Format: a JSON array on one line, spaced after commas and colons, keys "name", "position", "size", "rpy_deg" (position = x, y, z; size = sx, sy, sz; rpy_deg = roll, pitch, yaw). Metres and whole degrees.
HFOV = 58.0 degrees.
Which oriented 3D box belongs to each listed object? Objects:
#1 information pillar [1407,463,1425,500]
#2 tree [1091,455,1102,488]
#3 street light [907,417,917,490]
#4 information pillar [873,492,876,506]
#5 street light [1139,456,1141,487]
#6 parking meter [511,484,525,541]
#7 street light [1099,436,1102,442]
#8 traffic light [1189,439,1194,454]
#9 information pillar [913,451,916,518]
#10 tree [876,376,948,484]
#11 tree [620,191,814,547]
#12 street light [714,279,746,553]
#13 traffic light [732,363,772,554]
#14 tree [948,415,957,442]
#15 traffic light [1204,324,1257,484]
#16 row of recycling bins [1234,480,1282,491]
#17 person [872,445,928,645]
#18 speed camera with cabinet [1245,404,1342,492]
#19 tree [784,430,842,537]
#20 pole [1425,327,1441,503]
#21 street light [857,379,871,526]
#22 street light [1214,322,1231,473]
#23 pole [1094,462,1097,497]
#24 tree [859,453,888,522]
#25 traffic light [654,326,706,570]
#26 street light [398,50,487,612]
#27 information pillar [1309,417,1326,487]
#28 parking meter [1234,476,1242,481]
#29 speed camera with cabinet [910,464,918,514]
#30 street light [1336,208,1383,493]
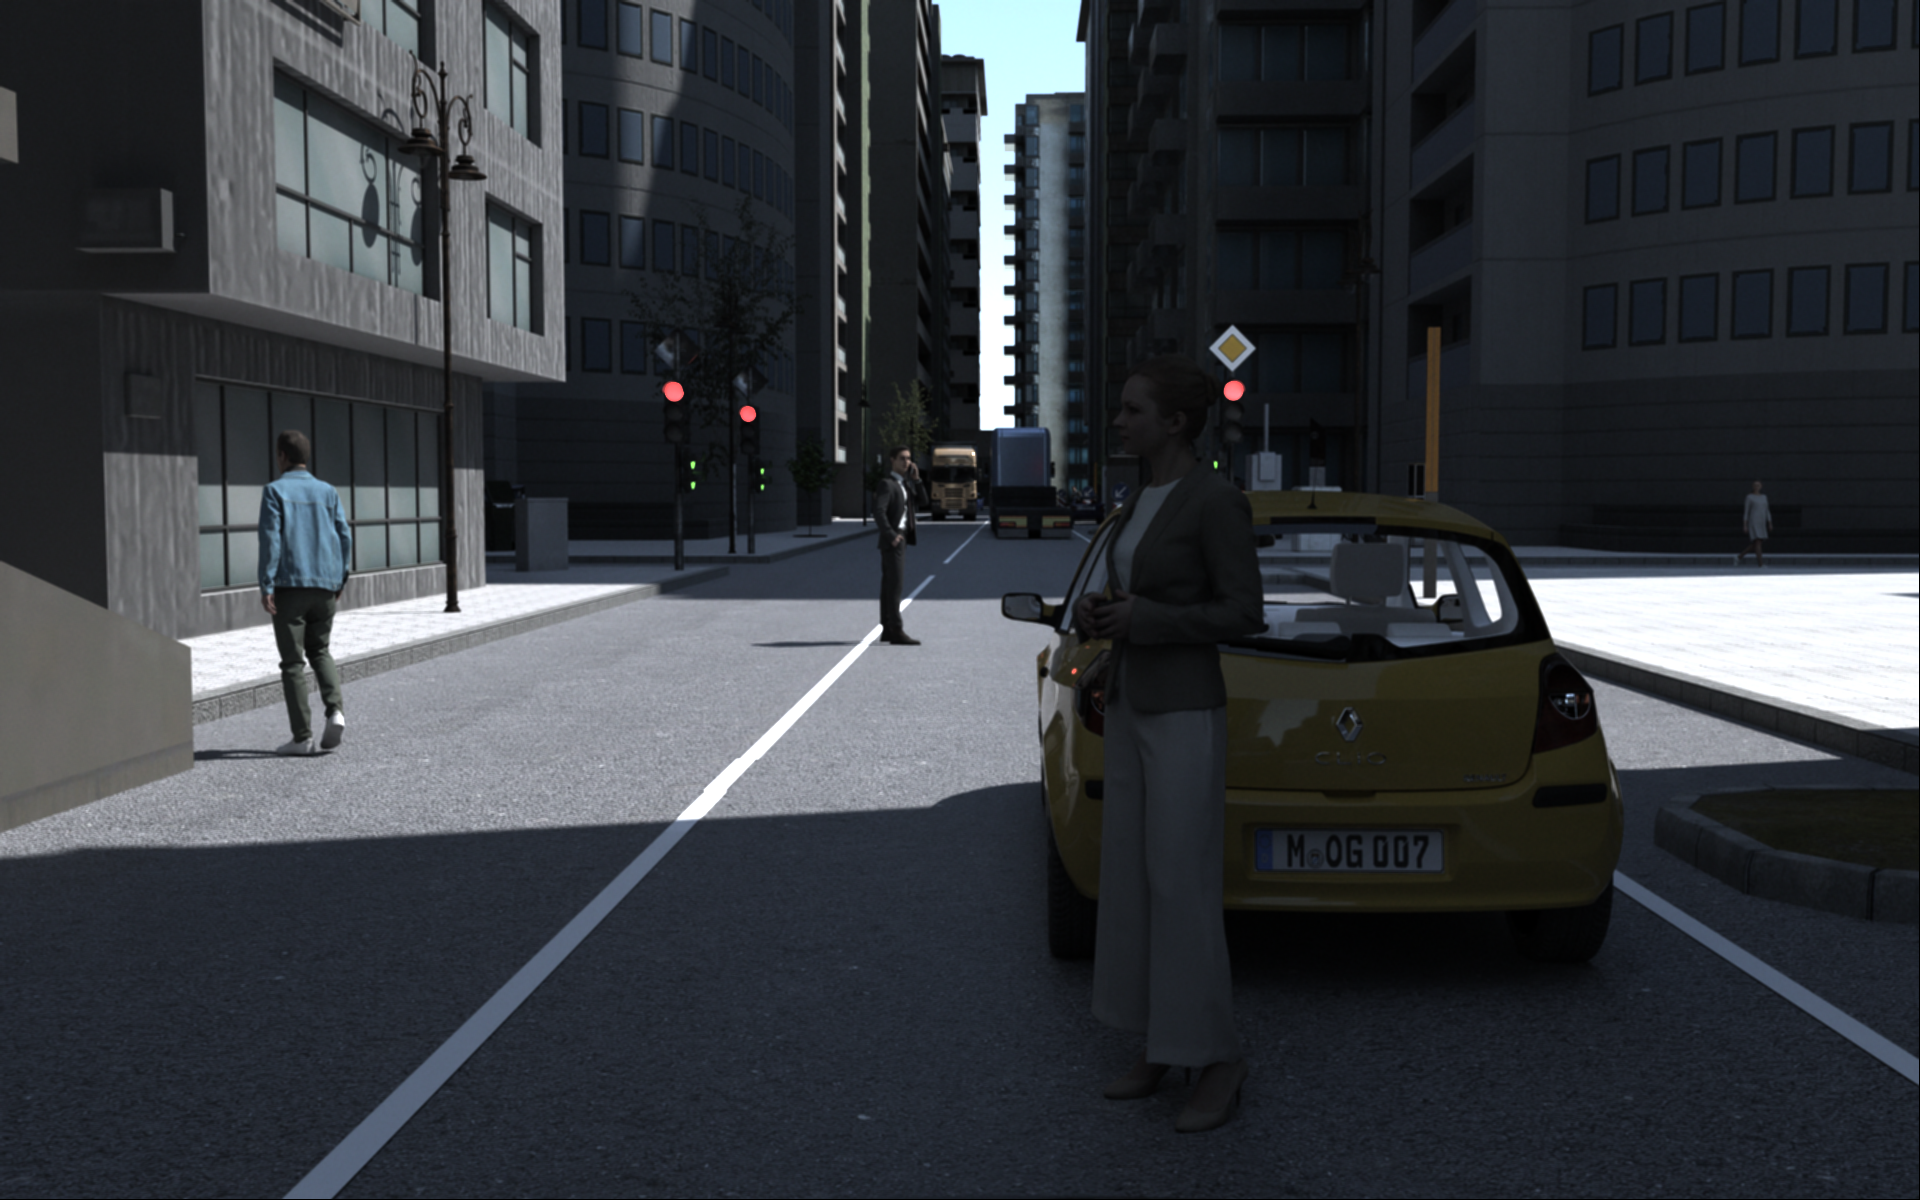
[{"name": "information pillar", "position": [10.938, -2.266, 41.549], "size": [0.304, 2.012, 0.304], "rpy_deg": [-1, 4, -22]}, {"name": "tree", "position": [10.429, -8.069, 115.640], "size": [4.285, 4.588, 4.351], "rpy_deg": [0, 3, 0]}, {"name": "street light", "position": [-2.835, -7.913, 102.167], "size": [0.468, 5.910, 1.993], "rpy_deg": [0, 4, 2]}, {"name": "information pillar", "position": [-4.380, -5.285, 90.902], "size": [0.304, 2.012, 0.304], "rpy_deg": [-1, 4, -19]}, {"name": "street light", "position": [8.205, -6.487, 78.845], "size": [0.468, 5.910, 1.993], "rpy_deg": [0, 4, 2]}, {"name": "parking meter", "position": [-11.073, -2.136, 43.327], "size": [0.372, 1.533, 0.369], "rpy_deg": [0, 3, 0]}, {"name": "street light", "position": [9.177, -8.482, 111.473], "size": [0.468, 5.910, 1.993], "rpy_deg": [0, 4, 2]}, {"name": "traffic light", "position": [4.743, -2.928, 36.788], "size": [0.839, 4.253, 0.868], "rpy_deg": [0, 4, 2]}, {"name": "information pillar", "position": [-2.514, -6.281, 94.057], "size": [0.183, 3.616, 0.504], "rpy_deg": [0, 4, 3]}, {"name": "tree", "position": [-3.333, -9.681, 108.649], "size": [4.737, 8.622, 4.395], "rpy_deg": [0, 3, 0]}, {"name": "tree", "position": [-5.696, -5.571, 41.446], "size": [4.360, 8.622, 3.978], "rpy_deg": [0, 3, 0]}, {"name": "street light", "position": [-4.933, -3.947, 37.322], "size": [0.468, 5.910, 1.993], "rpy_deg": [0, 4, 2]}, {"name": "traffic light", "position": [-4.464, -2.945, 37.064], "size": [0.839, 4.253, 0.868], "rpy_deg": [0, 4, 2]}, {"name": "tree", "position": [-1.814, -12.333, 152.012], "size": [4.737, 8.622, 4.395], "rpy_deg": [0, 3, 0]}, {"name": "traffic light", "position": [4.489, -2.440, 28.807], "size": [0.839, 4.253, 0.868], "rpy_deg": [0, 4, 2]}, {"name": "row of recycling bins", "position": [8.346, -2.663, 50.656], "size": [1.069, 1.692, 3.534], "rpy_deg": [-1, 4, -19]}, {"name": "person", "position": [-0.561, -0.541, 16.704], "size": [0.474, 1.900, 0.648], "rpy_deg": [1, 4, 9]}, {"name": "speed camera with cabinet", "position": [7.379, -2.691, 38.326], "size": [2.038, 3.252, 0.660], "rpy_deg": [0, 4, -7]}, {"name": "tree", "position": [-4.364, -3.504, 51.886], "size": [1.663, 3.219, 1.824], "rpy_deg": [0, 3, 0]}, {"name": "pole", "position": [5.805, -1.680, 21.311], "size": [0.158, 3.312, 0.155], "rpy_deg": [0, 3, 0]}, {"name": "street light", "position": [-3.835, -5.918, 69.544], "size": [0.468, 5.910, 1.993], "rpy_deg": [0, 4, 2]}, {"name": "street light", "position": [7.122, -4.512, 46.561], "size": [0.468, 5.910, 1.993], "rpy_deg": [0, 4, 2]}, {"name": "pole", "position": [8.707, -7.189, 111.383], "size": [0.158, 3.312, 0.155], "rpy_deg": [0, 3, 0]}, {"name": "tree", "position": [-3.777, -5.269, 80.744], "size": [1.663, 3.219, 1.824], "rpy_deg": [0, 3, 0]}, {"name": "traffic light", "position": [-4.718, -2.456, 29.082], "size": [0.839, 4.253, 0.868], "rpy_deg": [0, 4, 2]}, {"name": "street light", "position": [-5.525, -2.806, 18.668], "size": [0.468, 5.910, 1.993], "rpy_deg": [0, 4, 2]}, {"name": "information pillar", "position": [10.834, -3.743, 52.556], "size": [0.504, 3.616, 0.183], "rpy_deg": [2, 4, 23]}, {"name": "parking meter", "position": [9.009, -3.117, 56.675], "size": [0.255, 1.863, 0.399], "rpy_deg": [3, 5, 45]}, {"name": "speed camera with cabinet", "position": [-3.536, -7.196, 111.992], "size": [2.038, 3.252, 0.660], "rpy_deg": [-1, 4, -14]}, {"name": "street light", "position": [6.510, -3.400, 28.379], "size": [0.468, 5.910, 1.993], "rpy_deg": [0, 4, 2]}]
